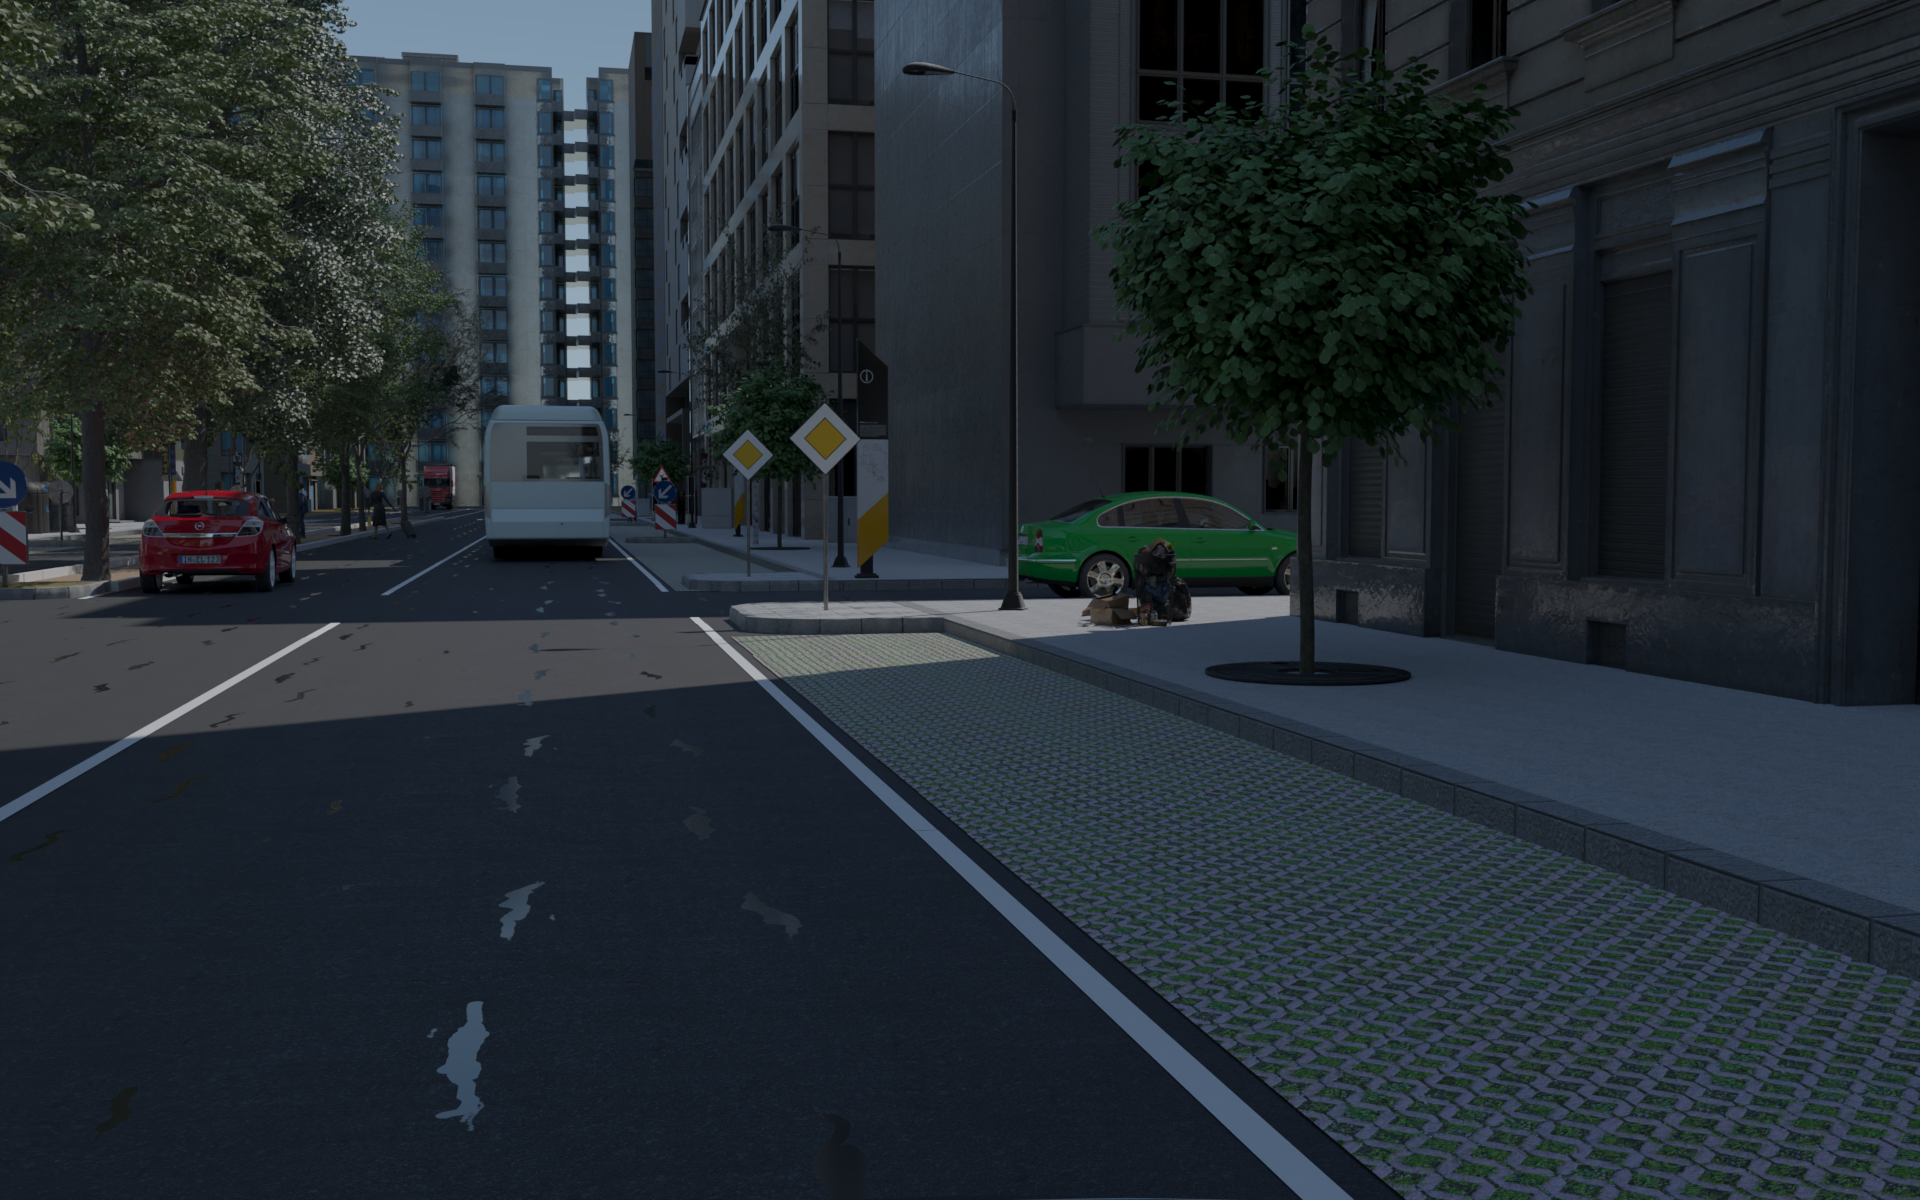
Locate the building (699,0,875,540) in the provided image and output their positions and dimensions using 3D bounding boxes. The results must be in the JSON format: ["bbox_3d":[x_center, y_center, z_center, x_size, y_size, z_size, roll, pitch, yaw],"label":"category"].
[{"bbox_3d":[1.181,-16.018,66.409,19.350,26.468,34.151,-1,4,-13],"label":"building"}]

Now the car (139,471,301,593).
[{"bbox_3d":[-11.342,-1.077,26.646,2.155,1.783,4.494,-1,4,-15],"label":"car"}]

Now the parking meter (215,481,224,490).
[{"bbox_3d":[-34.373,-4.569,80.410,0.399,1.863,0.255,2,4,29],"label":"parking meter"}]

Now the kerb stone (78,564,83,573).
[{"bbox_3d":[-15.935,-0.560,31.365,0.120,0.150,1.000,-1,4,-13],"label":"kerb stone"}]

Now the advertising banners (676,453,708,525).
[{"bbox_3d":[-11.360,-4.734,73.592,0.090,3.025,2.074,2,4,32],"label":"advertising banners"}]

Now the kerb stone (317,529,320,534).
[{"bbox_3d":[-22.876,-2.395,61.346,0.120,0.150,1.000,-1,4,-13],"label":"kerb stone"}]

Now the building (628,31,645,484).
[{"bbox_3d":[-24.513,-31.633,167.318,14.600,45.320,14.200,-1,4,-13],"label":"building"}]

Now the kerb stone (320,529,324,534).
[{"bbox_3d":[-23.100,-2.456,62.347,0.120,0.150,1.000,-1,4,-13],"label":"kerb stone"}]

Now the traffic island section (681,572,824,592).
[{"bbox_3d":[-3.260,-0.283,26.909,2.009,0.180,2.903,-1,4,-13],"label":"traffic island section"}]

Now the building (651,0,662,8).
[{"bbox_3d":[-17.308,-29.936,139.561,14.600,45.320,14.200,-1,4,-13],"label":"building"}]

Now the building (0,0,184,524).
[{"bbox_3d":[-42.954,-18.558,75.130,14.160,30.474,14.107,-1,4,-13],"label":"building"}]

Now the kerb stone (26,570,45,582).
[{"bbox_3d":[-15.243,-0.378,28.376,0.120,0.150,1.000,-1,4,-13],"label":"kerb stone"}]

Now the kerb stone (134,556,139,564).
[{"bbox_3d":[-16.853,-0.804,35.361,0.120,0.150,1.000,-1,4,-13],"label":"kerb stone"}]

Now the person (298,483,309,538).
[{"bbox_3d":[-21.198,-2.879,55.751,0.419,1.800,0.721,-1,4,-19],"label":"person"}]

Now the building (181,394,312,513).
[{"bbox_3d":[-56.934,-16.020,106.965,27.650,21.520,28.899,-1,4,-13],"label":"building"}]

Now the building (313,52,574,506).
[{"bbox_3d":[-57.937,-34.953,191.086,30.456,49.044,23.786,-1,4,-13],"label":"building"}]

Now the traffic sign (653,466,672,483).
[{"bbox_3d":[-13.720,-4.880,79.790,0.884,2.594,0.081,-1,4,-9],"label":"traffic sign"}]

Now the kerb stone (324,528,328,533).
[{"bbox_3d":[-23.335,-2.517,63.349,0.120,0.150,1.000,-1,4,-13],"label":"kerb stone"}]

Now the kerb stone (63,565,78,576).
[{"bbox_3d":[-15.710,-0.500,30.368,0.120,0.150,1.000,-1,4,-13],"label":"kerb stone"}]

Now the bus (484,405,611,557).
[{"bbox_3d":[-10.138,-2.915,42.525,2.948,3.499,13.247,-1,4,-13],"label":"bus"}]

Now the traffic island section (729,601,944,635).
[{"bbox_3d":[-1.461,0.193,19.129,2.009,0.180,2.903,-1,4,-13],"label":"traffic island section"}]

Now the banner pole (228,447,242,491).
[{"bbox_3d":[-38.682,-6.259,92.359,0.863,3.779,0.401,-1,4,-21],"label":"banner pole"}]

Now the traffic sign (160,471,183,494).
[{"bbox_3d":[-32.564,-4.374,71.526,0.884,2.594,0.081,-1,4,-11],"label":"traffic sign"}]

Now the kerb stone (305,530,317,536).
[{"bbox_3d":[-22.636,-2.326,60.349,0.120,0.150,1.000,-1,4,-13],"label":"kerb stone"}]

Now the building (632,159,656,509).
[{"bbox_3d":[-21.865,-23.349,153.463,14.160,30.474,14.107,-1,4,-13],"label":"building"}]

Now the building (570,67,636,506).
[{"bbox_3d":[-28.003,-35.303,196.808,30.456,49.044,23.786,-1,4,-13],"label":"building"}]

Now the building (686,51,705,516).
[{"bbox_3d":[-7.644,-16.768,92.172,12.078,24.808,19.932,-1,4,-13],"label":"building"}]

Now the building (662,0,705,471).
[{"bbox_3d":[-6.307,-32.494,120.512,28.713,52.752,27.495,-1,4,-13],"label":"building"}]

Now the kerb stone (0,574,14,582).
[{"bbox_3d":[-15.022,-0.314,27.378,0.120,0.150,1.000,-1,4,-13],"label":"kerb stone"}]

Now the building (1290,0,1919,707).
[{"bbox_3d":[10.053,-9.840,10.040,9.793,20.994,18.267,-1,4,-13],"label":"building"}]

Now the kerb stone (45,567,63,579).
[{"bbox_3d":[-15.470,-0.439,29.374,0.120,0.150,1.000,-1,4,-13],"label":"kerb stone"}]

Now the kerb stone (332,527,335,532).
[{"bbox_3d":[-23.792,-2.640,65.353,0.120,0.150,1.000,-1,4,-13],"label":"kerb stone"}]

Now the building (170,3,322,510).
[{"bbox_3d":[-56.028,-29.261,128.522,14.600,45.320,14.200,-1,4,-13],"label":"building"}]

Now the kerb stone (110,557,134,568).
[{"bbox_3d":[-16.628,-0.744,34.360,0.120,0.150,1.000,-1,4,-13],"label":"kerb stone"}]

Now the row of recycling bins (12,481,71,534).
[{"bbox_3d":[-30.231,-3.049,56.970,1.069,1.692,3.534,-1,4,-9],"label":"row of recycling bins"}]

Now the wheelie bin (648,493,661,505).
[{"bbox_3d":[-15.273,-4.856,87.307,0.980,1.594,0.693,-2,4,-26],"label":"wheelie bin"}]

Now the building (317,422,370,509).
[{"bbox_3d":[-69.990,-51.316,151.683,31.000,86.520,22.319,-1,4,-13],"label":"building"}]

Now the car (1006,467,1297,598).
[{"bbox_3d":[3.006,-0.900,23.509,4.718,1.807,1.959,-1,4,-13],"label":"car"}]

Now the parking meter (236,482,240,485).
[{"bbox_3d":[-35.506,-4.874,85.401,0.255,1.863,0.399,0,4,-5],"label":"parking meter"}]

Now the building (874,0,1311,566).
[{"bbox_3d":[14.025,-13.422,38.522,30.058,24.678,14.314,-1,4,-13],"label":"building"}]

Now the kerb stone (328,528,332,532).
[{"bbox_3d":[-23.569,-2.578,64.352,0.120,0.150,1.000,-1,4,-13],"label":"kerb stone"}]

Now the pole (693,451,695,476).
[{"bbox_3d":[-12.693,-5.410,82.296,0.158,3.312,0.155,0,3,0],"label":"pole"}]

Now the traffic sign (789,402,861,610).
[{"bbox_3d":[-1.483,-0.942,19.046,0.795,2.450,0.064,-1,4,-13],"label":"traffic sign"}]

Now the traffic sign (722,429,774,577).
[{"bbox_3d":[-3.281,-1.418,26.827,0.795,2.450,0.064,-1,4,-13],"label":"traffic sign"}]

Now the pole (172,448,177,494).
[{"bbox_3d":[-35.003,-5.094,77.130,0.158,3.312,0.155,0,3,0],"label":"pole"}]

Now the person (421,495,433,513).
[{"bbox_3d":[-40.295,-7.429,130.697,1.217,1.736,0.721,1,4,21],"label":"person"}]
